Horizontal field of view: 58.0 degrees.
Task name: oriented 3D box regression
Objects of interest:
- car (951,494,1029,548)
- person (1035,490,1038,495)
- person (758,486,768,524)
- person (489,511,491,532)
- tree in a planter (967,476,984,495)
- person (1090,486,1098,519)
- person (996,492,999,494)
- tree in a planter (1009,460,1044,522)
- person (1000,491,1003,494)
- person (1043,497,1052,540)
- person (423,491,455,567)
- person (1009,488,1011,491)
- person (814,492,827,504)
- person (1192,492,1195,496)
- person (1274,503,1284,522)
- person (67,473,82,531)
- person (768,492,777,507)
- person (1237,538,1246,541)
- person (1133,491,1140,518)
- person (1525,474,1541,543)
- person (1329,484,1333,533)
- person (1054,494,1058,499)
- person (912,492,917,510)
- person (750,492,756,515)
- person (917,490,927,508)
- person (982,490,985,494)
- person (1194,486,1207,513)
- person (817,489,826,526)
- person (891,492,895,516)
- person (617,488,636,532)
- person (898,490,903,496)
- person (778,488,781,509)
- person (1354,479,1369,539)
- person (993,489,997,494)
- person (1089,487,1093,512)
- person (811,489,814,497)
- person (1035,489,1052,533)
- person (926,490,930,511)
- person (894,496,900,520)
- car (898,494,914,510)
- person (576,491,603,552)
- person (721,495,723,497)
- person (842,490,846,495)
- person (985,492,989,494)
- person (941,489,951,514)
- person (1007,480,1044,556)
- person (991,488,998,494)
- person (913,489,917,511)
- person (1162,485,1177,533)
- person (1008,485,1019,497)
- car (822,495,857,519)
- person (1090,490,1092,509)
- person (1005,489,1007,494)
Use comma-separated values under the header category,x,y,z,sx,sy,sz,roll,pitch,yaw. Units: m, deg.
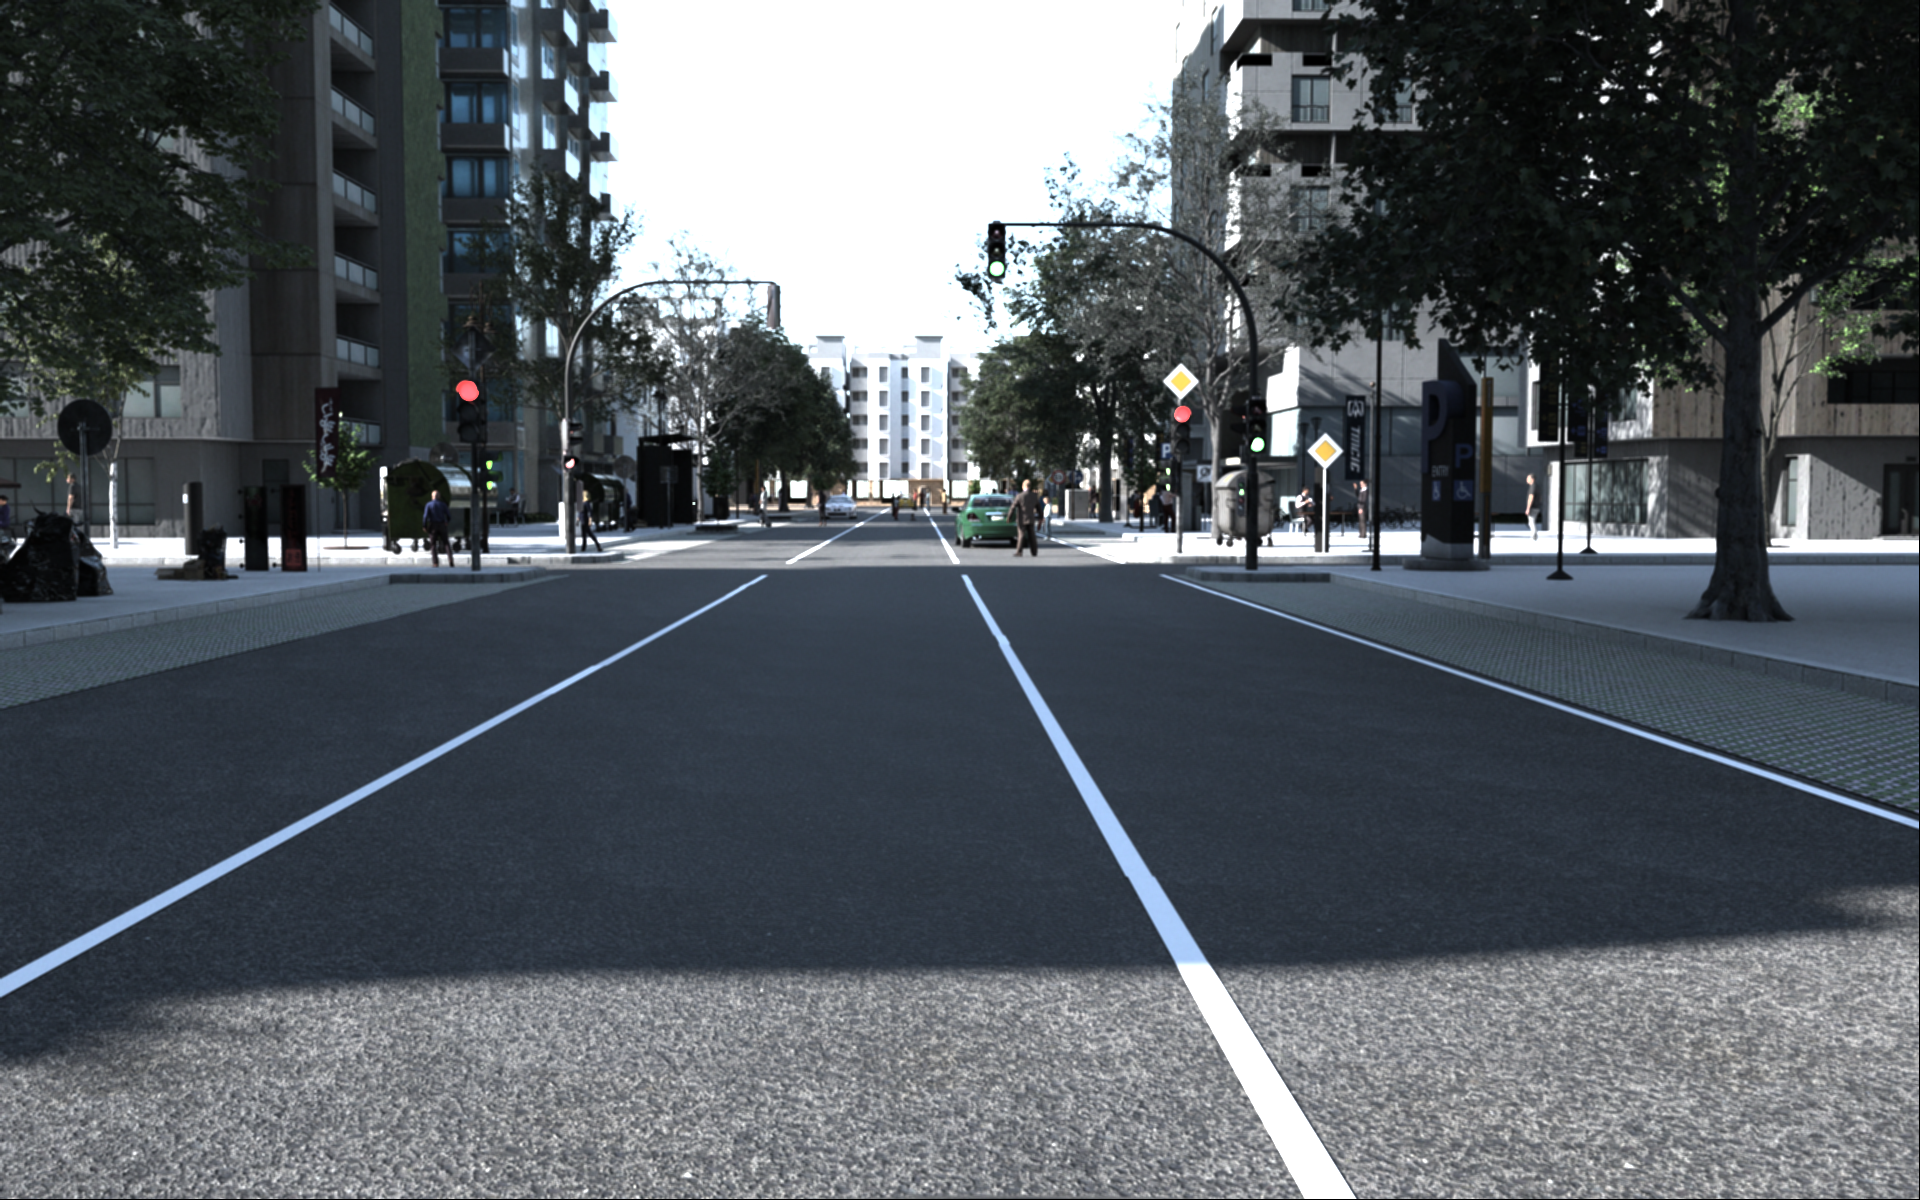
category,x,y,z,sx,sy,sz,roll,pitch,yaw
car,0.859,-2.199,47.748,2.131,1.459,4.920,0,4,-3
person,6.760,-8.988,153.792,0.445,1.727,0.742,0,4,1
person,-9.455,-4.556,83.132,0.789,1.805,0.875,1,4,20
person,-16.008,-2.977,58.634,0.435,1.345,0.340,2,4,34
tree in a planter,1.483,-10.320,165.955,1.991,3.239,1.994,0,4,-1
person,6.958,-5.047,89.386,0.431,1.722,0.655,2,4,30
person,3.786,-10.590,180.128,0.756,1.711,0.436,1,4,9
tree in a planter,3.420,-5.628,89.236,1.991,3.239,1.994,0,4,-1
person,2.500,-5.871,105.957,0.415,1.643,0.593,-2,4,-26
person,2.715,-2.551,54.112,0.340,1.345,0.435,-1,4,-16
person,-10.069,-1.371,33.607,0.574,1.496,0.600,0,4,-2
person,4.311,-8.962,152.583,0.705,1.822,1.348,-3,4,-37
person,-13.777,-10.053,170.497,1.348,1.812,0.705,1,4,15
person,14.780,-6.443,112.109,0.841,1.734,0.376,0,4,-7
person,14.472,-3.986,79.139,0.347,0.859,0.695,3,5,43
person,-22.436,-2.305,43.857,0.434,1.807,0.598,1,4,11
person,-18.423,-9.835,170.028,0.799,1.438,0.628,-1,4,-15
person,7.908,-2.503,47.787,0.655,1.722,0.431,-3,5,-44
person,9.440,-5.124,92.293,0.387,1.526,0.523,-1,4,-23
person,14.962,-2.393,45.300,0.598,1.807,0.434,-3,5,-42
person,11.997,-3.007,56.672,0.415,1.643,0.593,1,4,17
person,7.571,-7.398,127.006,1.348,1.823,0.705,0,4,-5
person,-3.994,-8.870,153.531,0.705,1.822,1.348,1,4,11
person,-12.572,-5.890,105.573,0.421,1.427,0.697,2,4,25
person,-3.789,-10.038,172.584,1.348,1.831,0.705,2,4,23
person,1.667,-6.961,123.228,0.541,1.710,0.530,3,5,41
person,15.982,-6.616,114.352,1.348,1.807,0.705,-3,5,-41
person,-6.211,-4.140,77.660,0.415,1.643,0.593,1,4,11
person,-4.184,-6.112,110.694,0.388,1.546,0.482,-1,4,-14
person,-11.286,-3.037,58.388,0.600,1.496,0.574,0,4,5
person,-5.942,-9.986,171.634,0.599,1.838,0.709,2,4,28
person,-13.812,-7.773,133.807,0.551,1.740,0.621,-3,4,-38
person,11.540,-2.643,50.066,0.445,1.727,0.742,-2,4,-31
person,2.020,-5.483,98.853,0.576,1.737,0.504,1,4,20
person,9.325,-7.202,124.347,0.990,1.755,0.434,2,4,26
person,-14.402,-9.863,167.759,0.568,1.767,0.683,-3,5,-41
person,3.087,-3.268,63.641,0.593,1.614,0.444,1,4,16
person,-2.642,-8.210,142.815,0.705,1.814,1.350,0,4,5
person,-3.481,-5.071,95.323,0.435,1.345,0.340,2,4,32
car,-5.024,-9.137,159.605,2.015,1.641,3.980,0,4,-2
person,-8.772,-1.826,40.895,0.613,1.512,0.480,-3,5,-42
person,-14.381,-5.974,104.664,0.436,1.711,0.756,-1,4,-17
person,-11.751,-10.076,173.111,0.599,1.838,0.709,3,4,38
person,1.472,-5.305,97.457,0.614,1.554,0.590,2,4,25
person,-1.034,-6.978,122.686,0.705,1.812,1.348,-2,4,-32
person,1.490,-1.888,39.930,0.990,1.755,0.434,-2,4,-25
person,2.123,-6.078,107.998,0.598,1.807,0.434,-1,4,-13
person,-3.817,-8.479,147.074,0.705,1.831,1.348,0,4,-3
person,6.961,-3.043,57.251,0.566,1.644,0.517,1,4,15
person,2.347,-4.028,74.223,0.709,1.838,0.599,-1,4,-19
car,-6.940,-5.349,99.820,2.083,1.381,4.827,0,4,0
person,11.416,-8.744,150.469,0.593,1.643,0.415,3,5,41
person,4.574,-10.061,170.988,0.568,1.767,0.683,-2,4,-27
